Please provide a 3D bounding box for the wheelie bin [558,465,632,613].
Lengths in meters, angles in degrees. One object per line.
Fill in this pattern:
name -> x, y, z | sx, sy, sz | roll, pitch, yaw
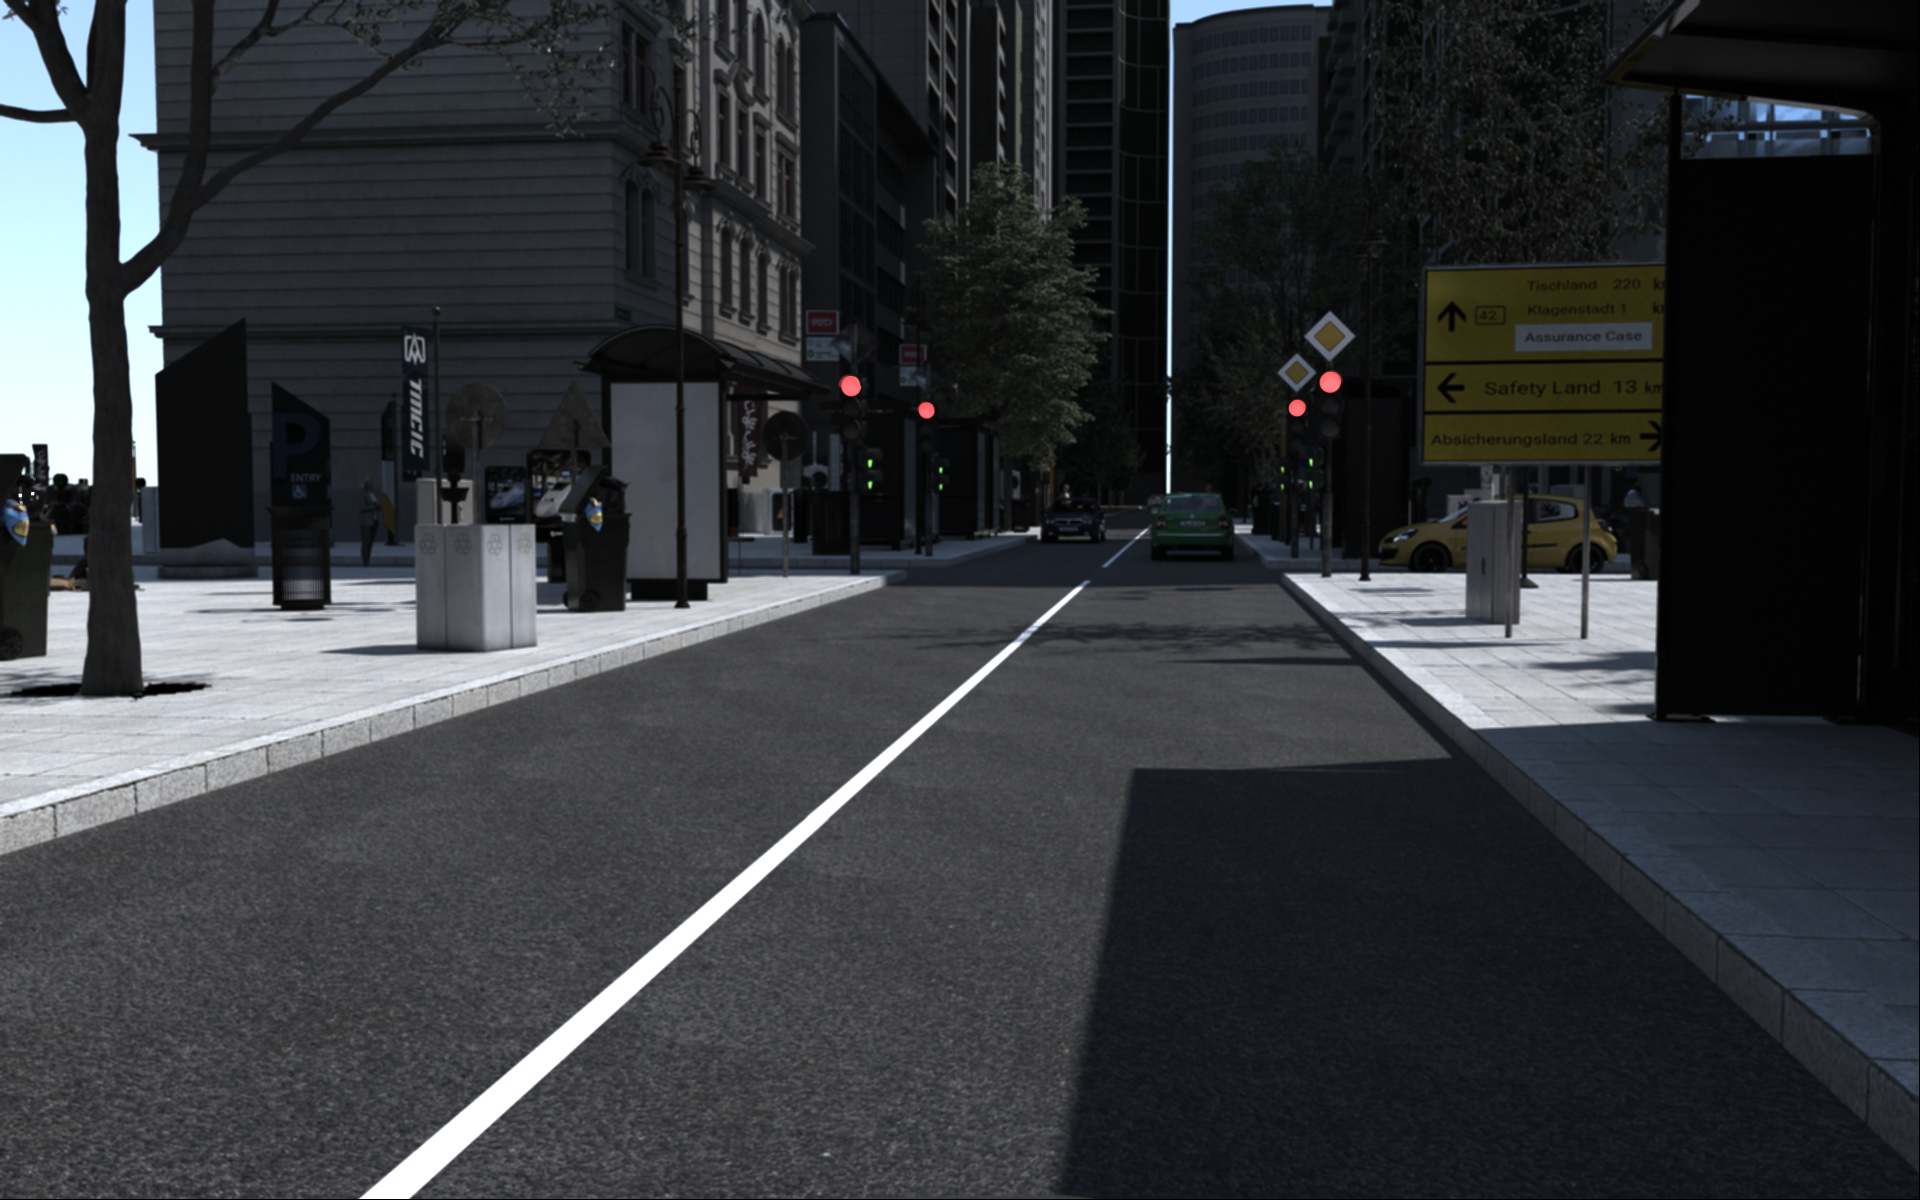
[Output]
wheelie bin -> -4.003, -0.682, 19.052 | 0.693, 1.594, 0.980 | -2, 4, -30

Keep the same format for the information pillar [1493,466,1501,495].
information pillar -> 21.861, -4.827, 70.268 | 0.504, 3.616, 0.183 | 0, 4, 7

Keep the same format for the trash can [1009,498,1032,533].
trash can -> 2.013, -2.817, 57.705 | 0.748, 1.137, 0.748 | 0, 3, 0

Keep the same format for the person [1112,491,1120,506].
person -> 17.278, -11.162, 191.012 | 1.348, 1.823, 0.705 | -3, 5, -43

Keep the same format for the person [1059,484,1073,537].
person -> 3.560, -2.985, 57.858 | 0.362, 1.759, 0.519 | 3, 5, 45

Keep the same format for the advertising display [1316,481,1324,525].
advertising display -> 15.166, -4.099, 72.232 | 0.123, 1.923, 0.974 | -3, 5, -40

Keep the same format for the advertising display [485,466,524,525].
advertising display -> -10.446, -2.118, 39.851 | 0.974, 1.923, 0.123 | -3, 5, -41

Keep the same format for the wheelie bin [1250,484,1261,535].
wheelie bin -> 9.587, -2.851, 54.525 | 0.693, 1.594, 0.980 | 2, 4, 33

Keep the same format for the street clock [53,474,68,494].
street clock -> -31.737, -3.461, 61.157 | 0.471, 2.002, 0.358 | 1, 4, 15

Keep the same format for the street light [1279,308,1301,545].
street light -> 8.202, -4.305, 43.180 | 0.468, 5.910, 1.993 | 0, 4, 7

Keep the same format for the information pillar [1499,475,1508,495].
information pillar -> 20.569, -3.728, 65.450 | 0.304, 2.012, 0.304 | 3, 5, 45

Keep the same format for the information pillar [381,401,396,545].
information pillar -> -14.302, -3.179, 43.331 | 0.183, 3.616, 0.504 | 0, 4, 8

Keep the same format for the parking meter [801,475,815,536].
parking meter -> -4.613, -2.874, 52.702 | 0.399, 1.863, 0.255 | 2, 4, 27

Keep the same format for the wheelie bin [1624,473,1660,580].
wheelie bin -> 10.419, -1.106, 25.999 | 0.980, 1.594, 0.693 | 0, 4, -7

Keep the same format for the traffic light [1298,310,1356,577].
traffic light -> 5.640, -2.306, 26.631 | 0.839, 4.253, 0.868 | 0, 4, 7

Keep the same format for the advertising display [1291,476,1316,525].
advertising display -> 12.523, -3.573, 63.627 | 0.974, 1.923, 0.123 | -1, 4, -23

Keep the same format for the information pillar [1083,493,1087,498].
information pillar -> 8.019, -6.478, 110.412 | 0.304, 2.012, 0.304 | -2, 4, -30

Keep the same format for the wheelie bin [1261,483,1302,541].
wheelie bin -> 8.993, -2.440, 47.807 | 0.980, 1.594, 0.693 | 3, 4, 37

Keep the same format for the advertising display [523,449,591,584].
advertising display -> -5.783, -1.212, 25.024 | 0.974, 1.923, 0.123 | -3, 5, -41

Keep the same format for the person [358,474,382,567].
person -> -10.914, -1.436, 32.168 | 0.526, 1.800, 0.537 | 2, 4, 32

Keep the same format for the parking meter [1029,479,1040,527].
parking meter -> 2.930, -3.798, 67.800 | 0.399, 1.863, 0.255 | -3, 5, -44

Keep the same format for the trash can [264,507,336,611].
trash can -> -7.306, -0.462, 19.208 | 0.748, 1.137, 0.748 | 0, 3, 0

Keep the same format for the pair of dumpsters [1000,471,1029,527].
pair of dumpsters -> 1.876, -4.128, 69.987 | 1.574, 2.255, 4.437 | 0, 4, 8

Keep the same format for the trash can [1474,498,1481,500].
trash can -> 18.532, -3.030, 61.197 | 0.748, 1.137, 0.748 | 0, 3, 0

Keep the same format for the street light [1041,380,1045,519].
street light -> 3.371, -5.939, 69.891 | 0.468, 5.910, 1.993 | 0, 4, 7

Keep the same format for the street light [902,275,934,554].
street light -> -0.883, -3.910, 36.717 | 0.468, 5.910, 1.993 | 0, 4, 7

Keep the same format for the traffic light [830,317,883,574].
traffic light -> -1.661, -2.364, 27.569 | 0.839, 4.253, 0.868 | 0, 4, 7

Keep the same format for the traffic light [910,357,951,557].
traffic light -> -0.623, -2.848, 35.487 | 0.839, 4.253, 0.868 | 0, 4, 7

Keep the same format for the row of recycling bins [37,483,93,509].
row of recycling bins -> -33.739, -3.613, 66.193 | 3.534, 1.692, 1.069 | 2, 4, 31

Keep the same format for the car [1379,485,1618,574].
car -> 9.421, -1.239, 30.477 | 3.980, 1.641, 2.015 | 1, 4, 9

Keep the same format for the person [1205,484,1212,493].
person -> 7.655, -2.704, 53.381 | 0.731, 1.740, 0.598 | 3, 5, 40

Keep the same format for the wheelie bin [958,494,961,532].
wheelie bin -> 0.327, -3.129, 59.068 | 0.980, 1.594, 0.693 | -3, 5, -41

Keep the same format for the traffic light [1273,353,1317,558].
traffic light -> 6.678, -2.791, 34.549 | 0.839, 4.253, 0.868 | 0, 4, 7

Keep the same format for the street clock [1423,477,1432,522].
street clock -> 19.277, -4.111, 71.784 | 0.471, 2.002, 0.358 | 0, 4, 0

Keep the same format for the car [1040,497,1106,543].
car -> 3.405, -2.391, 51.672 | 1.945, 1.354, 3.894 | 1, 4, 9

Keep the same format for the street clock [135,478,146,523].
street clock -> -36.199, -4.404, 76.571 | 0.358, 2.002, 0.471 | 0, 4, 6

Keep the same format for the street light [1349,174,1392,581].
street light -> 5.989, -3.220, 25.437 | 0.468, 5.910, 1.993 | 0, 4, 7

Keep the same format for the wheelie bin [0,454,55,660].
wheelie bin -> -7.585, -0.347, 13.579 | 0.980, 1.594, 0.693 | 1, 4, 16

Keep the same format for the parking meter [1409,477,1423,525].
parking meter -> 15.684, -3.294, 59.575 | 0.399, 1.863, 0.255 | -1, 4, -9

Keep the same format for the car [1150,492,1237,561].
car -> 5.209, -1.827, 38.675 | 1.959, 1.807, 4.718 | 1, 4, 8

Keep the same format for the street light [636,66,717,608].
street light -> -3.130, -2.847, 19.338 | 0.468, 5.910, 1.993 | 0, 4, 7

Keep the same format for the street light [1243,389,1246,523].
street light -> 12.498, -6.308, 75.921 | 0.468, 5.910, 1.993 | 0, 4, 7

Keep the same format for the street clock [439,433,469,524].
street clock -> -5.993, -0.977, 20.537 | 0.358, 2.002, 0.471 | -1, 4, -21

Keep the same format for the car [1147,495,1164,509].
car -> 19.368, -9.637, 169.921 | 2.083, 1.381, 4.827 | 0, 4, 8

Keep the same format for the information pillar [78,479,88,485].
information pillar -> -41.477, -4.740, 81.993 | 0.304, 2.012, 0.304 | 1, 4, 9
